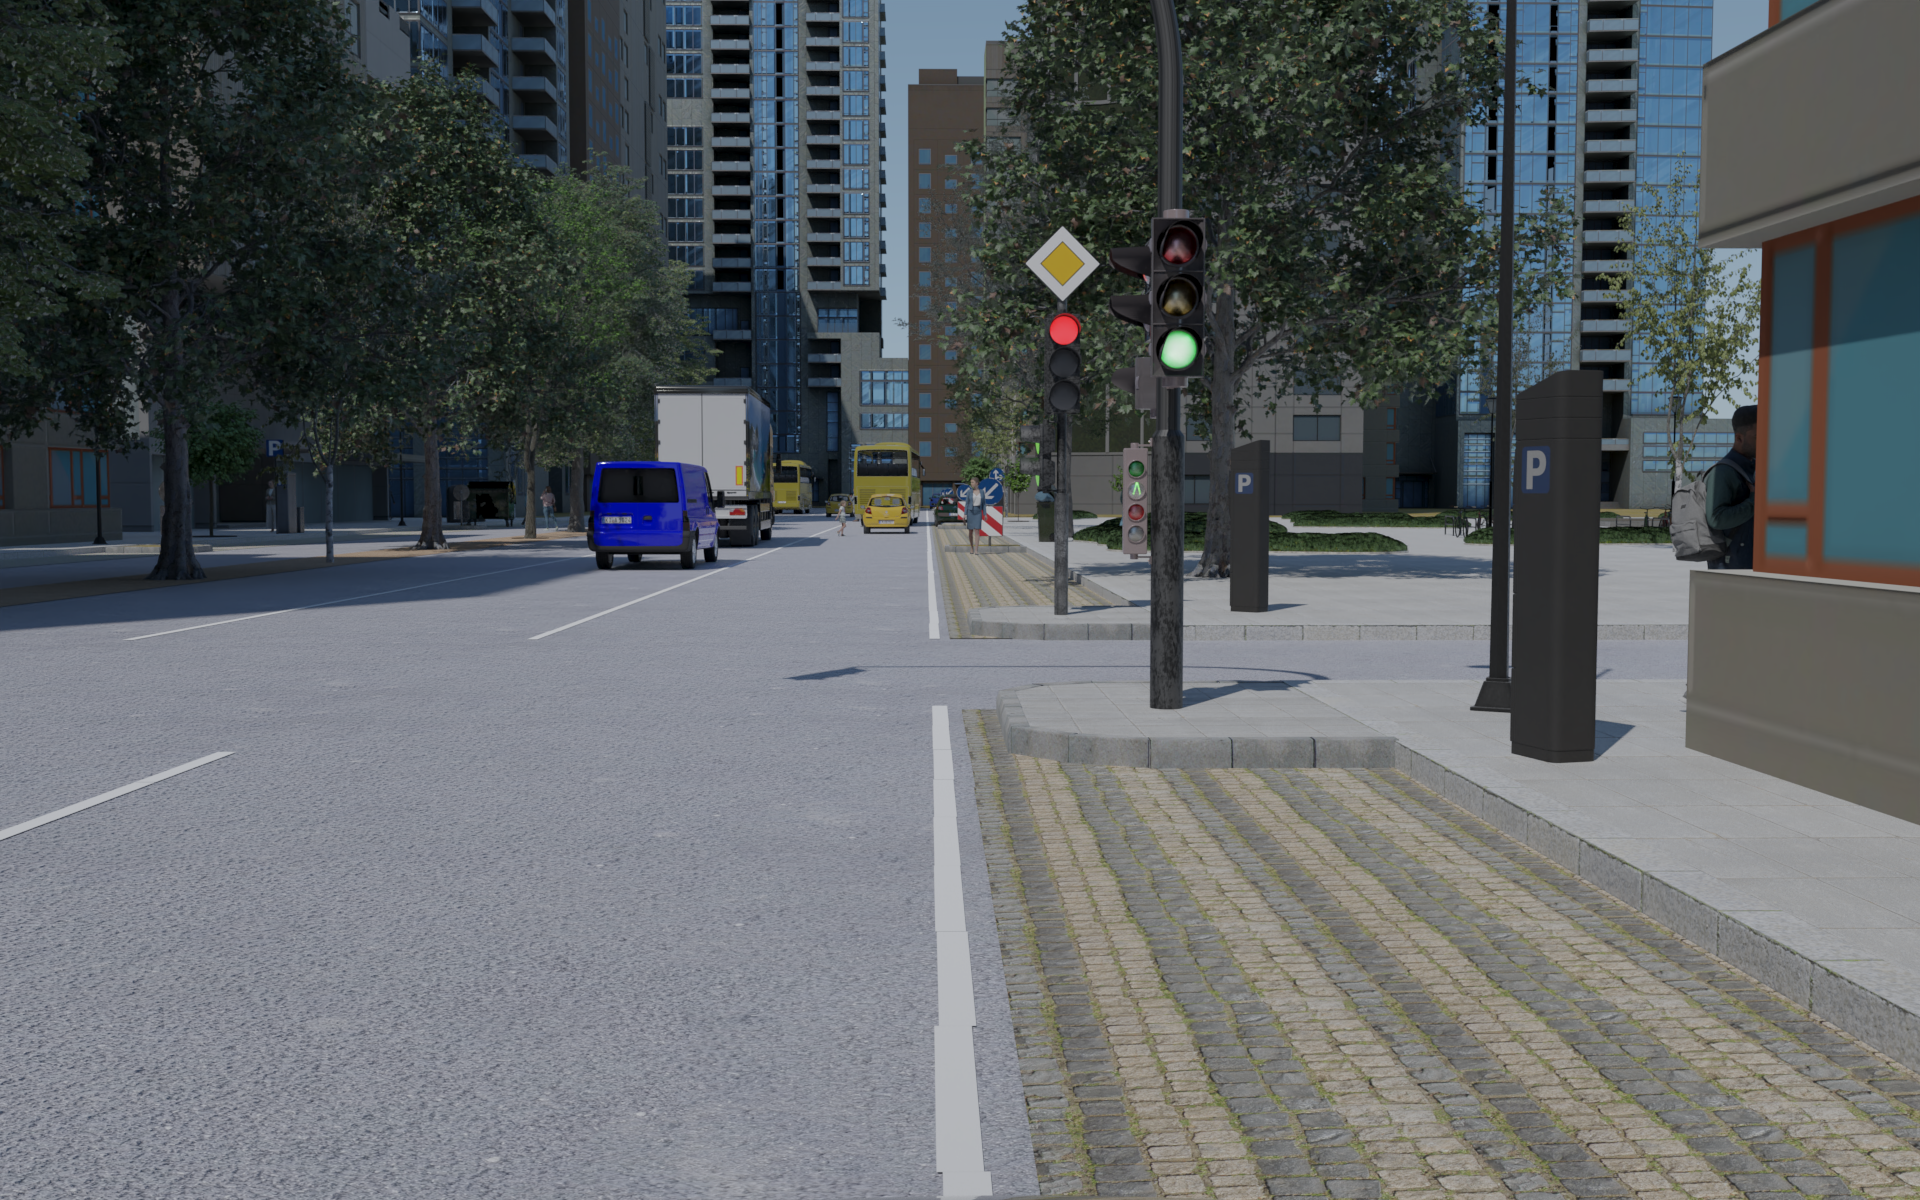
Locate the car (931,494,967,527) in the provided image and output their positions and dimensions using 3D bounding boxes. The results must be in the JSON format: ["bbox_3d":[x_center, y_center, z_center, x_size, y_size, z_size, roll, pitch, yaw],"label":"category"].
[{"bbox_3d":[-0.263,-4.070,76.330,2.009,1.686,4.222,0,4,-2],"label":"car"}]

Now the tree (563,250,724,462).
[{"bbox_3d":[-14.128,-9.424,74.669,7.486,12.596,7.792,0,3,0],"label":"tree"}]

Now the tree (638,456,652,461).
[{"bbox_3d":[-24.373,-9.185,133.888,4.285,4.588,4.351,0,3,0],"label":"tree"}]

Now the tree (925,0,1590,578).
[{"bbox_3d":[4.154,-6.706,26.644,9.611,12.733,9.660,0,3,0],"label":"tree"}]

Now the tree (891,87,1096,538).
[{"bbox_3d":[3.091,-8.592,50.855,12.009,13.543,11.850,0,3,0],"label":"tree"}]

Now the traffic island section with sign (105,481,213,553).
[{"bbox_3d":[-19.598,-2.079,42.617,1.989,1.847,2.006,0,4,-1],"label":"traffic island section with sign"}]

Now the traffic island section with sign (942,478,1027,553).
[{"bbox_3d":[0.613,-2.102,43.002,1.989,1.847,2.006,0,4,-1],"label":"traffic island section with sign"}]

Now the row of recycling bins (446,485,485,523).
[{"bbox_3d":[-22.495,-4.380,78.722,1.069,1.692,3.534,0,4,3],"label":"row of recycling bins"}]

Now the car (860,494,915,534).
[{"bbox_3d":[-2.676,-3.266,63.627,2.015,1.641,3.980,0,4,-2],"label":"car"}]

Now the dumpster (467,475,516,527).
[{"bbox_3d":[-20.482,-4.320,75.584,1.985,2.255,1.502,0,4,-2],"label":"dumpster"}]

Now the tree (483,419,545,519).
[{"bbox_3d":[-23.426,-8.599,90.960,4.360,8.622,3.978,0,3,0],"label":"tree"}]

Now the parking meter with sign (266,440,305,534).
[{"bbox_3d":[-21.886,-3.673,56.314,0.543,3.016,1.738,0,4,2],"label":"parking meter with sign"}]

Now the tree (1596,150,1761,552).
[{"bbox_3d":[16.099,-5.365,38.078,4.737,8.622,4.395,0,3,0],"label":"tree"}]

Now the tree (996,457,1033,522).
[{"bbox_3d":[2.780,-5.223,79.995,1.663,3.219,1.824,0,3,0],"label":"tree"}]

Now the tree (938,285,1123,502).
[{"bbox_3d":[2.672,-7.895,63.497,7.601,10.594,8.767,0,4,2],"label":"tree"}]

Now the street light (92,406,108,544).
[{"bbox_3d":[-21.434,-4.375,44.072,1.470,5.913,1.316,0,4,-1],"label":"street light"}]

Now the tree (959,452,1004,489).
[{"bbox_3d":[1.590,-8.974,130.446,4.285,4.588,4.351,0,3,0],"label":"tree"}]

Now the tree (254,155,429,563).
[{"bbox_3d":[-13.132,-5.089,36.020,4.360,8.622,3.978,0,3,0],"label":"tree"}]

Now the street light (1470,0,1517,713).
[{"bbox_3d":[2.663,-2.299,10.127,1.470,5.913,1.316,0,4,-1],"label":"street light"}]

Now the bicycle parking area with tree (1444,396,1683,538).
[{"bbox_3d":[18.446,-3.936,51.352,8.231,4.147,9.016,1,4,21],"label":"bicycle parking area with tree"}]

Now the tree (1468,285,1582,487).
[{"bbox_3d":[19.149,-6.685,59.667,4.360,8.622,3.978,0,3,0],"label":"tree"}]

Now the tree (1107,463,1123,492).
[{"bbox_3d":[8.987,-6.004,92.767,1.663,3.219,1.824,0,3,0],"label":"tree"}]

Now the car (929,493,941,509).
[{"bbox_3d":[-1.993,-9.461,164.272,1.945,1.707,3.694,0,4,1],"label":"car"}]

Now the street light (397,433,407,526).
[{"bbox_3d":[-21.944,-5.939,69.635,1.470,5.913,1.316,0,4,-1],"label":"street light"}]

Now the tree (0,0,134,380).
[{"bbox_3d":[-13.542,-6.092,20.184,7.486,12.596,7.792,0,3,0],"label":"tree"}]

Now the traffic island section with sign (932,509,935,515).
[{"bbox_3d":[-0.893,-6.832,120.330,1.989,1.847,2.006,0,4,-1],"label":"traffic island section with sign"}]

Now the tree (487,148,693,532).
[{"bbox_3d":[-14.420,-9.517,64.719,9.857,13.997,8.962,0,3,0],"label":"tree"}]

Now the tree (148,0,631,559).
[{"bbox_3d":[-13.665,-7.655,44.622,9.611,12.733,9.660,0,3,0],"label":"tree"}]

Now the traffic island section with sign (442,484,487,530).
[{"bbox_3d":[-20.122,-3.727,69.567,1.989,1.847,2.006,0,4,-1],"label":"traffic island section with sign"}]

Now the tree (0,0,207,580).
[{"bbox_3d":[-13.128,-6.689,28.822,9.611,12.733,9.660,0,3,0],"label":"tree"}]

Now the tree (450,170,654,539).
[{"bbox_3d":[-13.599,-7.744,54.831,9.928,11.665,9.643,0,3,0],"label":"tree"}]

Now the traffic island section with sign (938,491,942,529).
[{"bbox_3d":[0.079,-3.793,70.641,1.989,1.847,2.006,0,4,-1],"label":"traffic island section with sign"}]

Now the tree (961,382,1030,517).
[{"bbox_3d":[2.358,-8.937,96.476,4.737,8.622,4.395,0,3,0],"label":"tree"}]

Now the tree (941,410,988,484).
[{"bbox_3d":[0.569,-11.831,143.805,4.360,8.622,3.978,0,3,0],"label":"tree"}]

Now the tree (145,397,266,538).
[{"bbox_3d":[-22.463,-4.155,51.644,4.285,4.588,4.351,0,3,0],"label":"tree"}]
